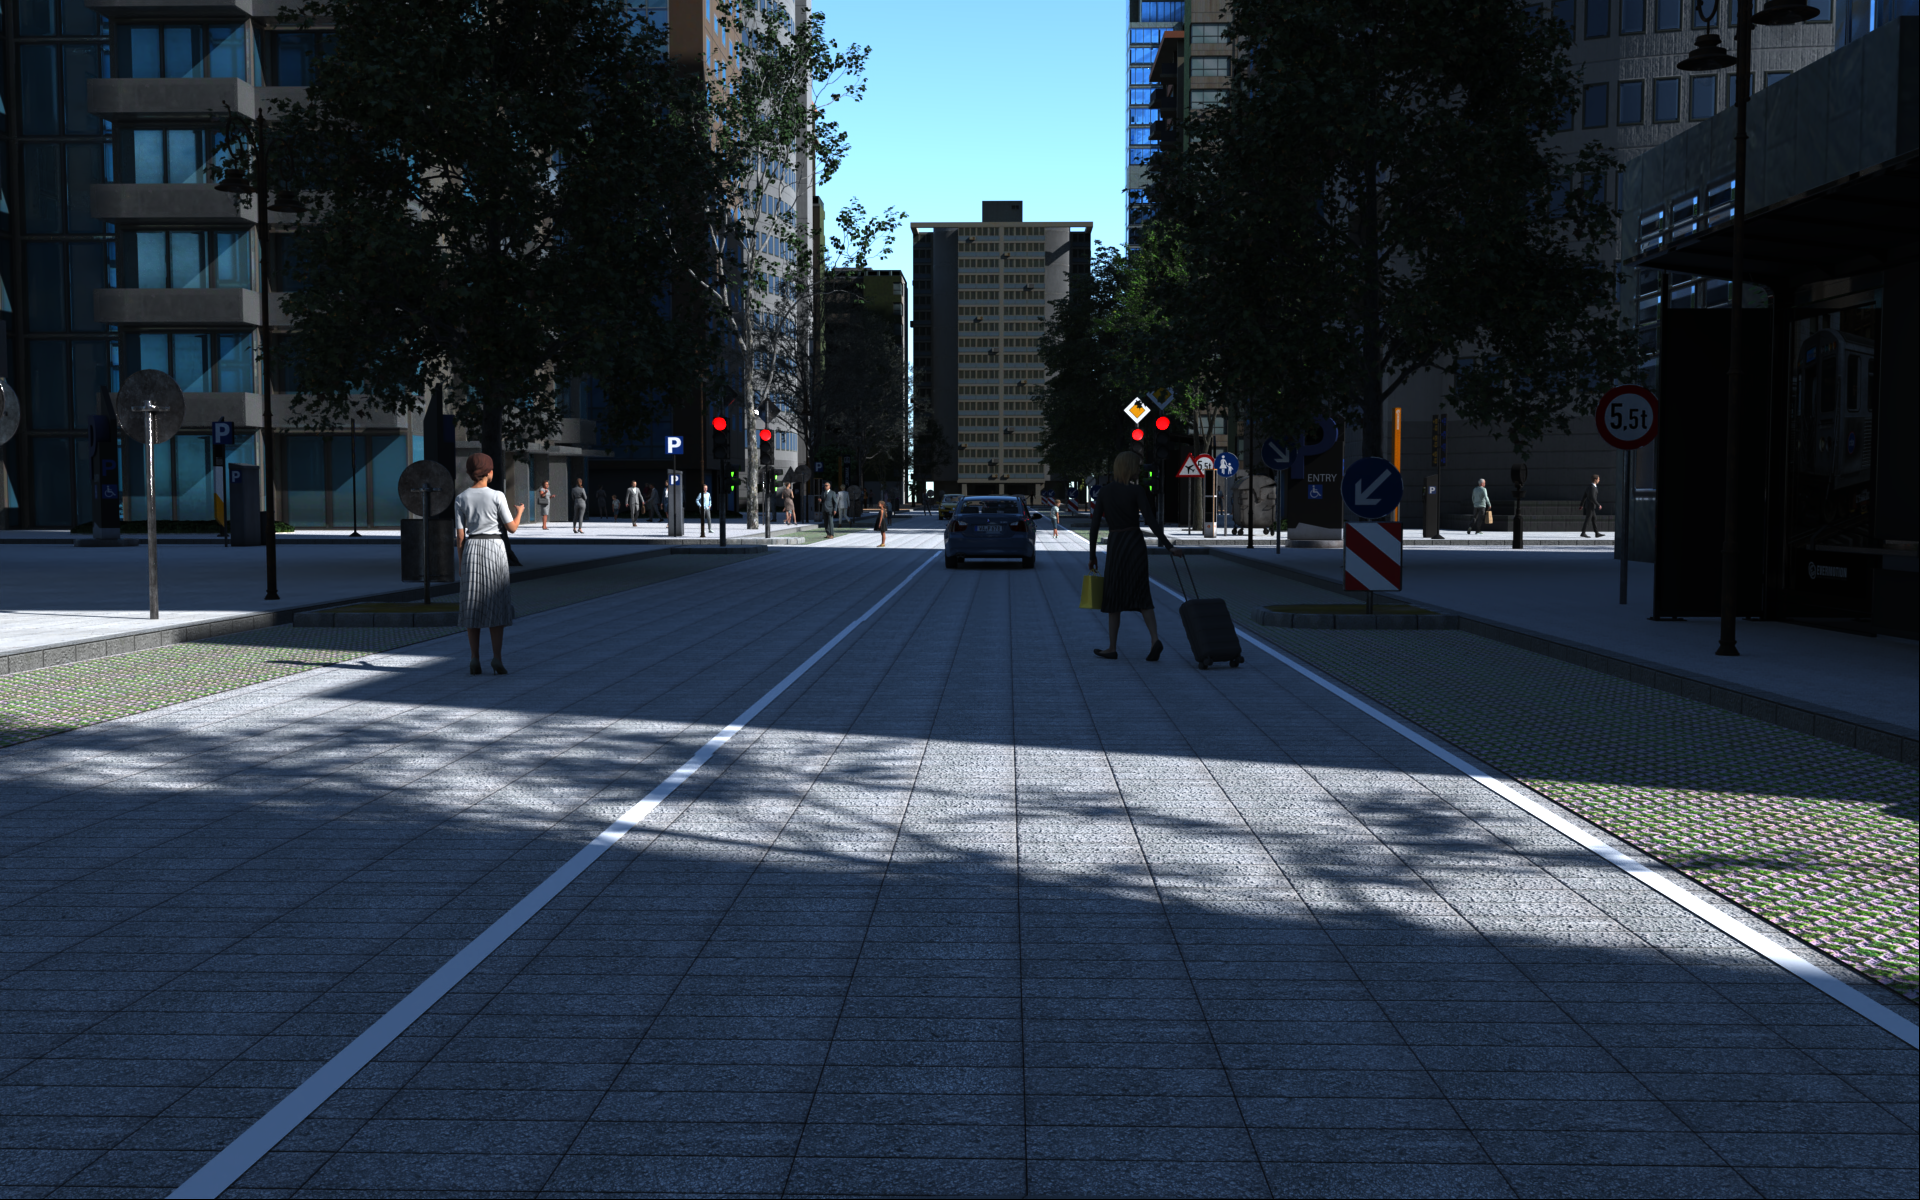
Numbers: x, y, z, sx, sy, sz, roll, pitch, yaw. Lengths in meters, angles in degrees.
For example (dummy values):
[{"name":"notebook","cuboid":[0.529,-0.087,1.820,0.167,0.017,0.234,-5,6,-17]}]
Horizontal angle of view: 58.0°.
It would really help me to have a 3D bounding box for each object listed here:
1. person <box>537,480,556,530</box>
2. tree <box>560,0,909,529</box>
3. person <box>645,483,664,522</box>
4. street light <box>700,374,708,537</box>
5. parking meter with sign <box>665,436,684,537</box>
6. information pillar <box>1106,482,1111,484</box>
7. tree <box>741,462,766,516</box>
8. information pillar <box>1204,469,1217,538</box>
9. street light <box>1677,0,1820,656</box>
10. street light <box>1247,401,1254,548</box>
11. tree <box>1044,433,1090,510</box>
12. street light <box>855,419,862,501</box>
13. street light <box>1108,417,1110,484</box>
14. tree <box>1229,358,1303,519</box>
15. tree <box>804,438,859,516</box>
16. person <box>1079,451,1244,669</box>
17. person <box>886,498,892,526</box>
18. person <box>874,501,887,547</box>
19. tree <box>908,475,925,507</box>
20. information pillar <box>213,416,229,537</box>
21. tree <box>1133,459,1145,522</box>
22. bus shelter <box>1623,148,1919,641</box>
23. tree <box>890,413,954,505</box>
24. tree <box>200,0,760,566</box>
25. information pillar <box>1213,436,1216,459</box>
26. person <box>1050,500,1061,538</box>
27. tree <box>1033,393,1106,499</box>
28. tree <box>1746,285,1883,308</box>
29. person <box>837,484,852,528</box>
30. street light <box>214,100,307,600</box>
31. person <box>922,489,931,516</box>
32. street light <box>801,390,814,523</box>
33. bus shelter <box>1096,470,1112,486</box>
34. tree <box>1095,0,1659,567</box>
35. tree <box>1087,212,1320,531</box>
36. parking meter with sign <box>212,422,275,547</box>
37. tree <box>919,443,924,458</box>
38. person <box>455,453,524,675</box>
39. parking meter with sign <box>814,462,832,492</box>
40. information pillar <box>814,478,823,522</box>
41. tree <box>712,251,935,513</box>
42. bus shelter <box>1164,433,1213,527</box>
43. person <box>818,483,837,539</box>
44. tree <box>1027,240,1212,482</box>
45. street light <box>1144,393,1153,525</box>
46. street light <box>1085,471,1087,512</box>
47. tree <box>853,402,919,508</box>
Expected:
[{"name":"person","cuboid":[-14.922,-3.425,62.407,0.532,1.782,0.716,1,4,23]},{"name":"tree","cuboid":[-8.225,-12.559,61.231,12.611,20.169,13.585,0,3,0]},{"name":"person","cuboid":[-13.973,-4.462,79.263,0.850,1.792,0.678,0,4,2]},{"name":"street light","cuboid":[-7.611,-4.787,51.056,0.468,5.910,1.993,0,4,2]},{"name":"parking meter with sign","cuboid":[-8.675,-3.463,52.888,0.543,3.016,1.738,0,4,-7]},{"name":"information pillar","cuboid":[8.805,-5.970,102.096,0.304,2.012,0.304,2,4,28]},{"name":"tree","cuboid":[-12.020,-6.645,103.244,1.663,3.219,1.824,0,3,0]},{"name":"information pillar","cuboid":[7.340,-2.829,50.749,0.304,2.012,0.304,2,4,26]},{"name":"street light","cuboid":[6.116,-2.498,13.623,0.468,5.910,1.993,0,4,2]},{"name":"street light","cuboid":[6.862,-4.157,40.752,0.468,5.910,1.993,0,4,2]},{"name":"tree","cuboid":[10.762,-13.517,171.370,4.737,8.622,4.395,0,3,0]},{"name":"street light","cuboid":[-6.152,-8.062,104.609,0.468,5.910,1.993,0,4,2]},{"name":"street light","cuboid":[8.399,-7.640,97.699,0.468,5.910,1.993,0,4,2]},{"name":"tree","cuboid":[12.737,-7.323,70.101,4.360,8.622,3.978,0,3,0]},{"name":"tree","cuboid":[-7.518,-7.161,100.795,4.285,4.588,4.351,0,3,0]},{"name":"person","cuboid":[1.652,-0.364,14.664,0.699,1.804,1.509,-2,4,-33]},{"name":"person","cuboid":[-3.242,-4.014,78.813,0.332,1.250,0.352,0,4,-5]},{"name":"person","cuboid":[-2.152,-2.066,46.947,0.373,1.253,0.362,0,4,5]},{"name":"tree","cuboid":[-4.593,-10.978,174.091,1.663,3.219,1.824,0,3,0]},{"name":"information pillar","cuboid":[-22.216,-3.708,51.988,0.183,3.616,0.504,1,4,13]},{"name":"tree","cuboid":[8.171,-5.230,80.117,1.663,3.219,1.824,0,3,0]},{"name":"bus shelter","cuboid":[7.439,-1.416,14.432,1.731,3.624,6.357,0,4,2]},{"name":"tree","cuboid":[-4.402,-16.231,199.792,8.767,10.594,7.601,1,4,14]},{"name":"tree","cuboid":[-8.264,-6.945,30.552,9.611,12.733,9.660,0,3,0]},{"name":"information pillar","cuboid":[10.160,-4.760,69.182,0.183,3.616,0.504,0,4,5]},{"name":"person","cuboid":[3.103,-2.642,56.377,0.352,1.250,0.332,0,4,5]},{"name":"tree","cuboid":[10.830,-15.054,164.253,7.486,12.596,7.792,0,3,0]},{"name":"tree","cuboid":[10.227,-2.177,19.309,4.285,4.588,4.351,0,3,0]},{"name":"person","cuboid":[-4.870,-3.935,72.710,0.818,1.842,0.514,3,5,43]},{"name":"street light","cuboid":[-8.372,-2.943,20.903,0.468,5.910,1.993,0,4,2]},{"name":"person","cuboid":[-2.194,-6.540,115.705,0.573,1.790,0.520,2,4,28]},{"name":"street light","cuboid":[-6.847,-6.402,77.458,0.468,5.910,1.993,0,4,2]},{"name":"bus shelter","cuboid":[10.666,-7.866,122.531,2.014,3.302,5.546,0,4,2]},{"name":"tree","cuboid":[7.130,-6.916,30.088,9.611,12.733,9.660,0,3,0]},{"name":"tree","cuboid":[8.484,-8.228,60.279,9.928,11.665,9.643,0,3,0]},{"name":"parking meter with sign","cuboid":[-17.546,-2.830,42.539,0.543,3.016,1.738,1,4,12]},{"name":"tree","cuboid":[-5.621,-12.987,162.705,4.360,8.622,3.978,0,3,0]},{"name":"person","cuboid":[-3.741,-0.289,13.789,0.480,1.755,0.524,0,4,1]},{"name":"parking meter with sign","cuboid":[-7.304,-6.014,94.590,0.543,3.016,1.738,1,4,23]},{"name":"information pillar","cuboid":[-6.571,-4.633,80.248,0.304,2.012,0.304,2,4,25]},{"name":"tree","cuboid":[-7.486,-10.842,87.644,12.009,13.543,11.850,0,3,0]},{"name":"bus shelter","cuboid":[8.993,-4.796,69.692,1.731,3.624,6.357,0,4,1]},{"name":"person","cuboid":[-4.279,-2.874,55.658,0.661,1.801,0.590,2,4,25]},{"name":"tree","cuboid":[8.333,-11.083,87.869,9.857,13.997,8.962,0,3,0]},{"name":"street light","cuboid":[7.688,-6.025,71.295,0.468,5.910,1.993,0,4,2]},{"name":"street light","cuboid":[9.084,-9.293,124.721,0.468,5.910,1.993,0,4,2]},{"name":"tree","cuboid":[-6.270,-11.247,134.253,4.360,8.622,3.978,0,3,0]}]
